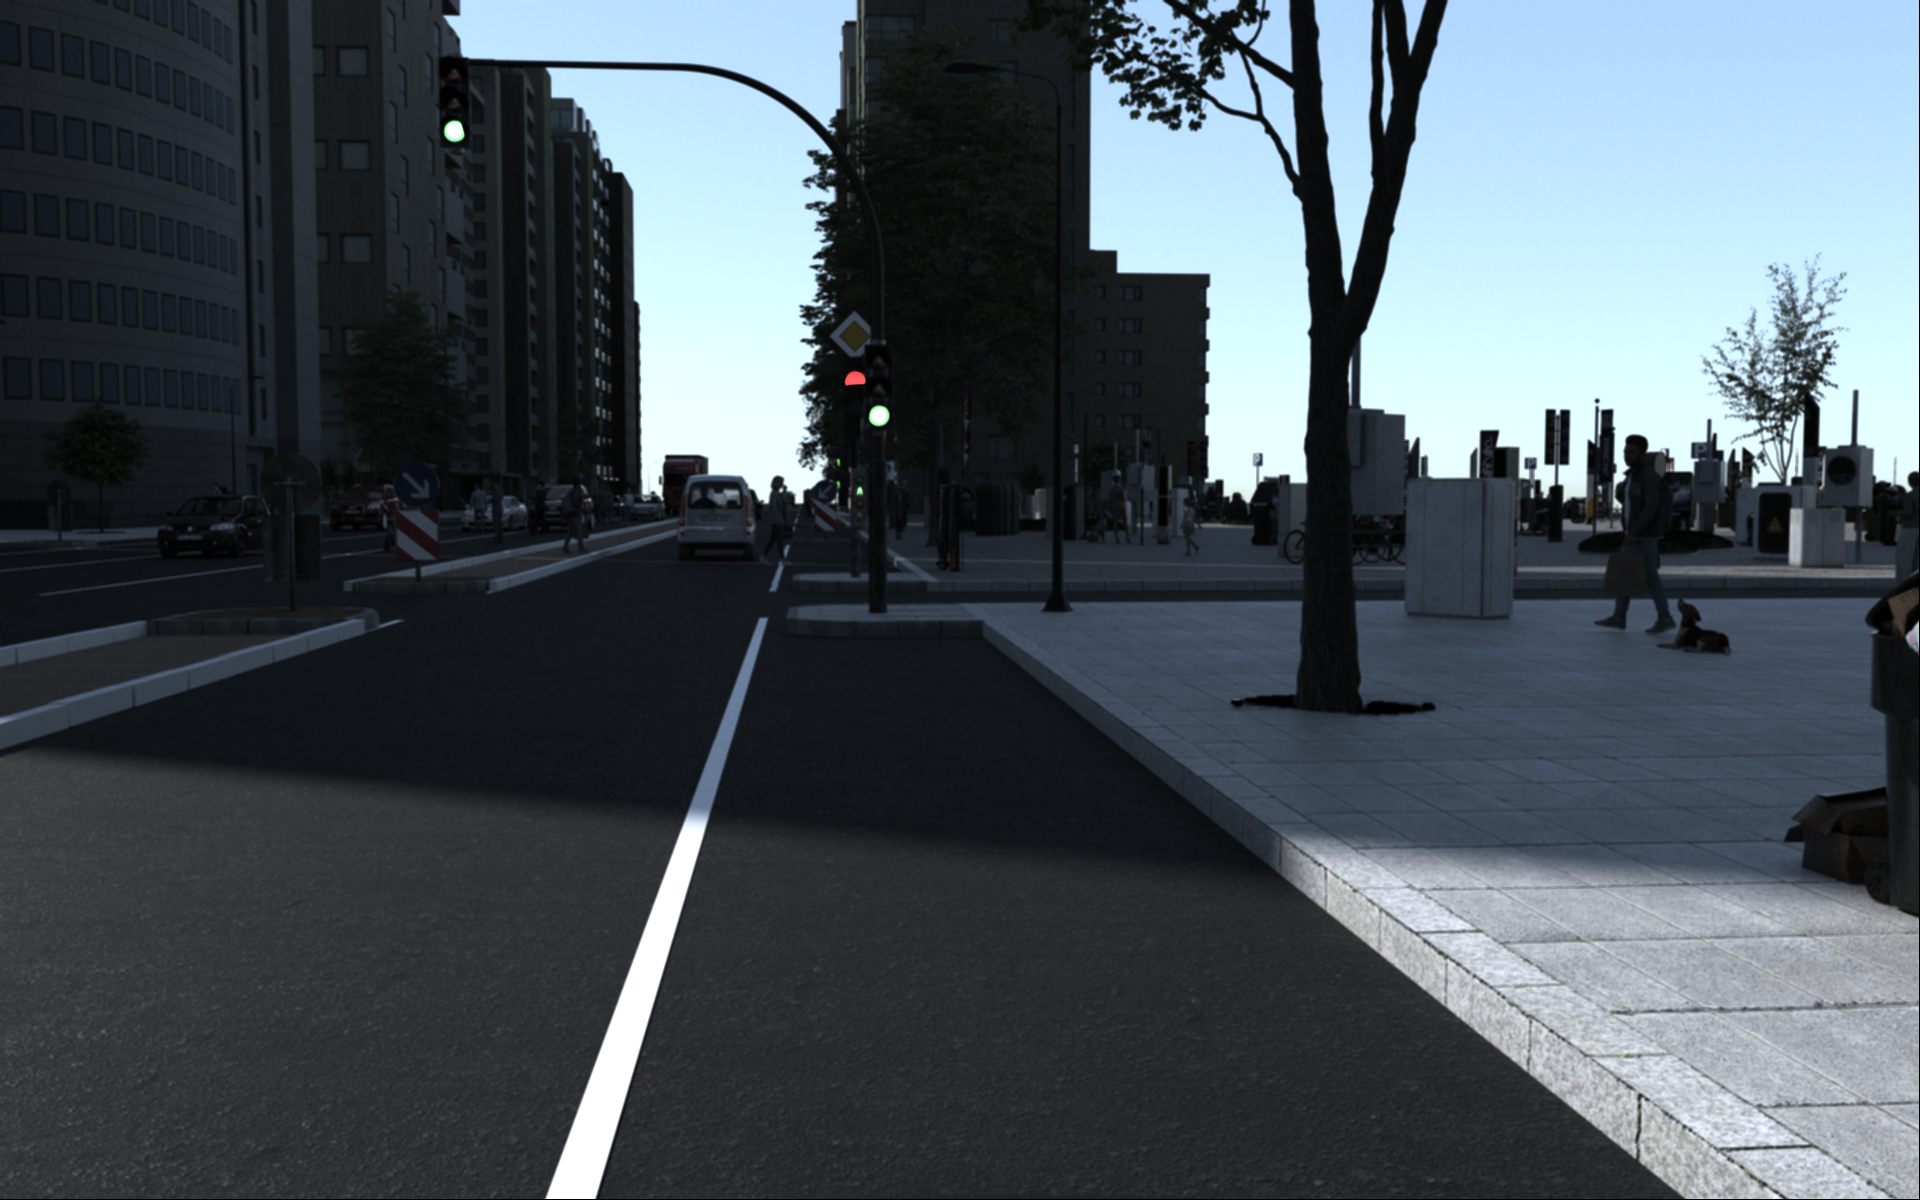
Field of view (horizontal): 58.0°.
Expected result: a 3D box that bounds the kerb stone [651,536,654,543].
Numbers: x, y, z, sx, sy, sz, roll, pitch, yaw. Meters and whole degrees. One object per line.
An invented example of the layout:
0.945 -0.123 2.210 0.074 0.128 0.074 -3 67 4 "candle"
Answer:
-9.097 -1.731 50.492 0.120 0.150 1.000 0 4 -5 "kerb stone"

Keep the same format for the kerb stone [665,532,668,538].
-9.558 -2.039 55.614 0.120 0.150 1.000 0 4 -5 "kerb stone"

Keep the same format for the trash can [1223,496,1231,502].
15.860 -5.641 103.888 0.748 1.137 0.748 0 3 0 "trash can"

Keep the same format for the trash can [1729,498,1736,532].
26.690 -2.912 59.257 0.748 1.137 0.748 0 3 0 "trash can"

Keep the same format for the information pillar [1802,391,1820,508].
19.169 -2.918 39.067 0.183 3.616 0.504 0 4 -6 "information pillar"

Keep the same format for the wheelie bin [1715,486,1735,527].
29.524 -3.607 66.881 0.693 1.594 0.980 1 4 17 "wheelie bin"

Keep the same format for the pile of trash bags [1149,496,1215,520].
10.803 -4.689 86.419 3.447 1.369 1.912 3 5 42 "pile of trash bags"

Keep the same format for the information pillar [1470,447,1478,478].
25.771 -5.843 86.890 0.504 3.616 0.183 -3 4 -39 "information pillar"

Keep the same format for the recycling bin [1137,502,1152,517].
10.460 -5.268 98.684 0.722 1.027 0.722 -2 4 -33 "recycling bin"

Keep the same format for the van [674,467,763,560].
-5.422 -1.946 38.826 2.013 2.044 4.112 0 4 -6 "van"

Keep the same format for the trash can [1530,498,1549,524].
20.644 -3.065 61.773 0.748 1.137 0.748 0 3 0 "trash can"

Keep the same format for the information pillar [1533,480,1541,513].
29.494 -5.141 88.554 0.304 2.012 0.304 0 4 7 "information pillar"

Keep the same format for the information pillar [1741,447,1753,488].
38.482 -5.712 84.739 0.504 3.616 0.183 2 4 29 "information pillar"

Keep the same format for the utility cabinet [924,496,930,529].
-0.882 -3.180 63.159 0.306 1.237 1.020 3 5 43 "utility cabinet"

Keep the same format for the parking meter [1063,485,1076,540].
3.048 -2.429 48.127 0.372 1.533 0.369 0 3 0 "parking meter"

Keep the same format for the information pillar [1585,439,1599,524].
26.724 -5.005 73.192 0.504 3.616 0.183 1 4 17 "information pillar"

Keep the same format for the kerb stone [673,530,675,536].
-9.835 -2.231 58.674 0.120 0.150 1.000 0 4 -5 "kerb stone"

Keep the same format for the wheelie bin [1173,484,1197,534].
7.135 -2.931 55.836 0.980 1.594 0.693 -1 4 -15 "wheelie bin"

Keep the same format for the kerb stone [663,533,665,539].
-9.466 -1.982 54.596 0.120 0.150 1.000 0 4 -5 "kerb stone"

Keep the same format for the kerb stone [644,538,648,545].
-8.917 -1.606 48.455 0.120 0.150 1.000 0 4 -5 "kerb stone"

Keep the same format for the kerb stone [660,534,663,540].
-9.369 -1.918 53.570 0.120 0.150 1.000 0 4 -5 "kerb stone"

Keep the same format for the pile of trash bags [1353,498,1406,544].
11.315 -2.202 45.763 1.912 1.369 3.447 1 4 20 "pile of trash bags"

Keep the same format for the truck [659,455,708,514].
-19.971 -8.384 125.994 2.839 4.237 11.283 0 4 -4 "truck"

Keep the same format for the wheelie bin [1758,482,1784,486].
22.011 -2.398 47.115 0.980 1.594 0.693 1 4 22 "wheelie bin"

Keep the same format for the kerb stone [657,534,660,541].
-9.281 -1.856 52.543 0.120 0.150 1.000 0 4 -5 "kerb stone"

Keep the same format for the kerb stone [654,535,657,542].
-9.190 -1.794 51.519 0.120 0.150 1.000 0 4 -5 "kerb stone"

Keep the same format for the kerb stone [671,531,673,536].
-9.745 -2.168 57.649 0.120 0.150 1.000 0 4 -5 "kerb stone"

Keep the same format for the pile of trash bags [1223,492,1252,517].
15.217 -5.418 98.341 1.912 1.369 3.447 -1 4 -13 "pile of trash bags"

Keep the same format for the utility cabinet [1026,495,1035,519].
3.442 -4.246 80.581 0.306 1.237 1.020 2 4 28 "utility cabinet"

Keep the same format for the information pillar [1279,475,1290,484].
12.347 -3.759 65.958 0.304 2.012 0.304 -1 4 -21 "information pillar"

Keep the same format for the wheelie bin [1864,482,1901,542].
25.007 -2.385 46.907 0.980 1.594 0.693 -2 4 -28 "wheelie bin"

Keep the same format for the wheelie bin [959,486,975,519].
0.208 -3.730 68.888 0.693 1.594 0.980 -2 4 -27 "wheelie bin"

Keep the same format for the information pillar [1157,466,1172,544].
5.279 -2.459 44.700 0.304 2.012 0.304 1 4 22 "information pillar"

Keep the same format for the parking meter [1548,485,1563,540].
16.544 -2.427 48.097 0.372 1.533 0.369 0 3 0 "parking meter"

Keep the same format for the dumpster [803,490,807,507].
-15.970 -10.913 186.649 1.865 1.857 1.264 0 4 -4 "dumpster"

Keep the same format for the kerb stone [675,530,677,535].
-9.924 -2.293 59.693 0.120 0.150 1.000 0 4 -5 "kerb stone"

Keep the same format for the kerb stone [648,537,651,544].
-9.010 -1.668 49.474 0.120 0.150 1.000 0 4 -5 "kerb stone"

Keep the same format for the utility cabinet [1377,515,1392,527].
15.909 -3.511 66.090 1.173 1.500 0.318 -1 4 -21 "utility cabinet"

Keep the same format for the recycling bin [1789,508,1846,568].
14.988 -1.085 30.298 0.722 1.027 0.722 1 4 10 "recycling bin"

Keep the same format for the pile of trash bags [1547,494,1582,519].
31.837 -5.046 92.258 1.912 1.369 3.447 0 4 6 "pile of trash bags"

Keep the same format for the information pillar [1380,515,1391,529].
13.941 -3.195 56.731 0.304 2.012 0.304 0 4 -2 "information pillar"

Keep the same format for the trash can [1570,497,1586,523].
27.150 -3.938 76.036 0.748 1.137 0.748 0 3 0 "trash can"

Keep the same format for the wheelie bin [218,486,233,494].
-29.315 -3.737 69.006 0.693 1.594 0.980 0 4 1 "wheelie bin"

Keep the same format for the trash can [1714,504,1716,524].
31.627 -3.680 71.826 0.748 1.137 0.748 0 3 0 "trash can"

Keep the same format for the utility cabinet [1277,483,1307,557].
6.932 -1.630 35.335 0.318 1.500 1.173 3 5 45 "utility cabinet"

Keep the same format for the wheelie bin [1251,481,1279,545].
7.756 -2.183 43.607 0.693 1.594 0.980 -3 4 -36 "wheelie bin"

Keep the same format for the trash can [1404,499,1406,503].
24.830 -5.053 94.264 0.748 1.137 0.748 0 3 0 "trash can"

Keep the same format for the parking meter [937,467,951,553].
-0.340 -1.954 37.659 0.255 1.863 0.399 1 4 9 "parking meter"

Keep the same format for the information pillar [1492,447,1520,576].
8.522 -1.383 27.102 0.304 2.012 0.304 -3 4 -38 "information pillar"

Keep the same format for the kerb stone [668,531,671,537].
-9.647 -2.104 56.632 0.120 0.150 1.000 0 4 -5 "kerb stone"

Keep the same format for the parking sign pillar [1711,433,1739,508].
33.611 -5.419 77.074 1.447 3.967 1.447 1 4 16 "parking sign pillar"

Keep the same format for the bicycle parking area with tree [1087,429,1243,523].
8.538 -5.640 79.219 9.016 4.147 8.231 1 4 12 "bicycle parking area with tree"

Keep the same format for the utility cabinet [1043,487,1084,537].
3.131 -2.593 51.069 1.173 1.500 0.318 0 4 7 "utility cabinet"

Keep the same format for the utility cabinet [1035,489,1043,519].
3.460 -4.015 74.320 0.318 1.500 1.173 0 4 -7 "utility cabinet"

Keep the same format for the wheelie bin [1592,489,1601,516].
37.626 -5.800 102.736 0.980 1.594 0.693 3 5 39 "wheelie bin"

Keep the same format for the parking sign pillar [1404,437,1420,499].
21.235 -5.696 81.600 1.447 3.967 1.447 2 4 31 "parking sign pillar"

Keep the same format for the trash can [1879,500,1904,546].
23.281 -1.927 43.153 0.748 1.137 0.748 0 3 0 "trash can"

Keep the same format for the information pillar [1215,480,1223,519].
13.226 -5.128 88.332 0.304 2.012 0.304 -1 4 -22 "information pillar"
